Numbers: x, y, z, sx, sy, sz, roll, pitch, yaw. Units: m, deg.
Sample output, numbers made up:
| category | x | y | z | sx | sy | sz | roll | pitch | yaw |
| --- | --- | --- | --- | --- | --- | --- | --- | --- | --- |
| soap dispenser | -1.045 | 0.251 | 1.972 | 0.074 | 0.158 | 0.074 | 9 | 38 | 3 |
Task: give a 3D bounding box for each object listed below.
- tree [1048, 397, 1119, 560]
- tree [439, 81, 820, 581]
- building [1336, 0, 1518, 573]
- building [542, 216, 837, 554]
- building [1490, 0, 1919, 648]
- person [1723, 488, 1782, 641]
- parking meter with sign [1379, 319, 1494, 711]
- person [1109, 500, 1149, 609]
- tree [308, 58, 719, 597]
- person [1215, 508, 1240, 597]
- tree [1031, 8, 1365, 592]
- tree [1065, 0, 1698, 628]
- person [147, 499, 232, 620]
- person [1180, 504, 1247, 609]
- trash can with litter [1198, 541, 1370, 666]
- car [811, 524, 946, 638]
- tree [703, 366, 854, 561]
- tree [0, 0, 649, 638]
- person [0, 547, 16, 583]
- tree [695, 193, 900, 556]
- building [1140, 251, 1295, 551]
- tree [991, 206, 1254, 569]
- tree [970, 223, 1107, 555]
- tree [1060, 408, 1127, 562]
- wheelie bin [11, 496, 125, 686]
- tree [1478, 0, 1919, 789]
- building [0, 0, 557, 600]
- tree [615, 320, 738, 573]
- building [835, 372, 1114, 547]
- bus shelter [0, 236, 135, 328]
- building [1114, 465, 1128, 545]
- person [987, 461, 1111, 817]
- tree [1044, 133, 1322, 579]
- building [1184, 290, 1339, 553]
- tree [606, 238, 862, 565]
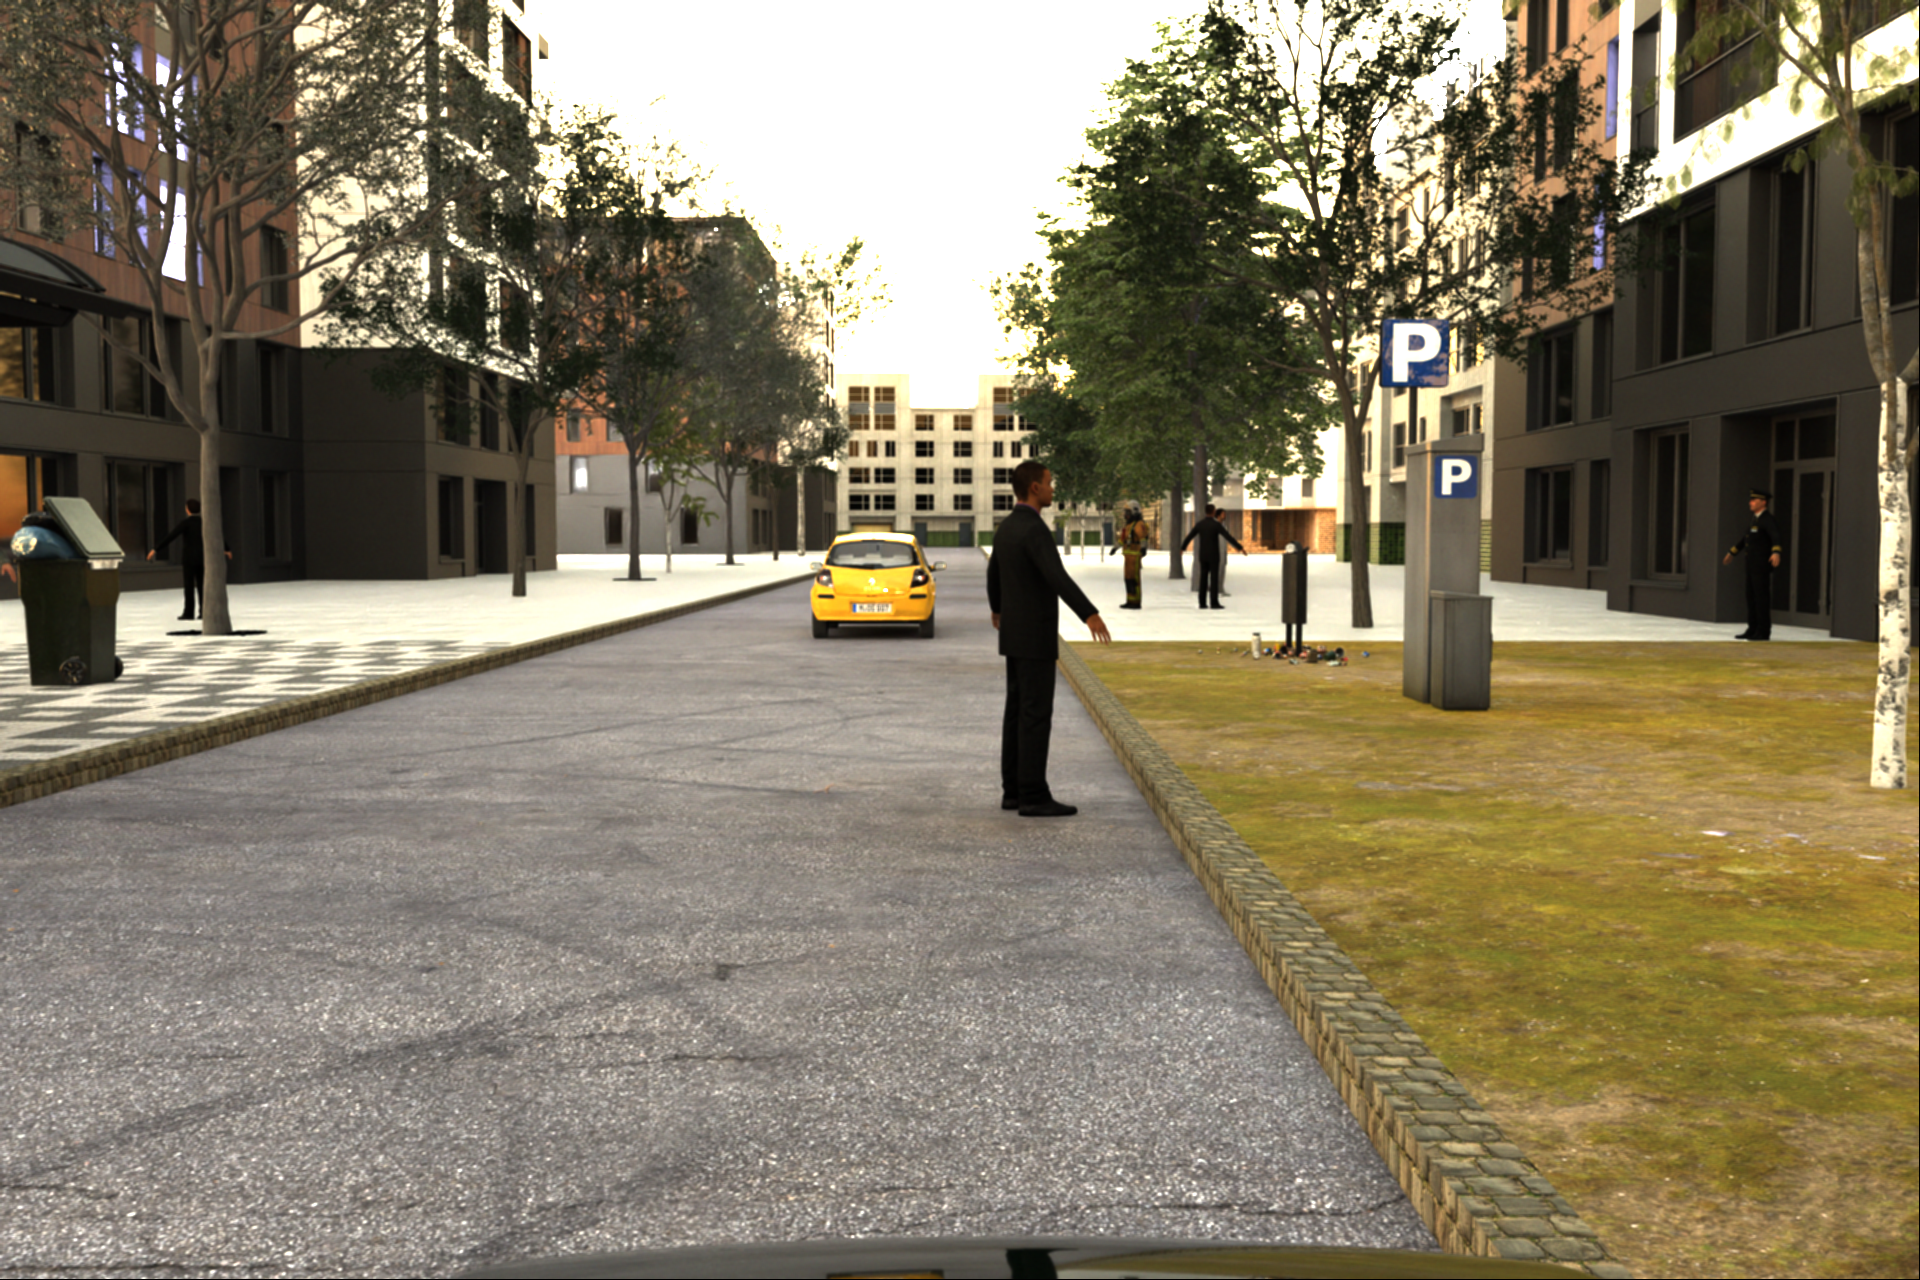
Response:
| category | x | y | z | sx | sy | sz | roll | pitch | yaw |
| --- | --- | --- | --- | --- | --- | --- | --- | --- | --- |
| tree | 6.077 | -8.254 | 85.318 | 4.737 | 8.622 | 4.395 | 0 | 3 | 0 |
| tree | -8.940 | -8.381 | 47.407 | 12.009 | 13.543 | 11.850 | 0 | 3 | 0 |
| building | 25.776 | -12.090 | 64.134 | 16.747 | 18.905 | 31.486 | 0 | 4 | 0 |
| building | -24.248 | -17.371 | 127.989 | 27.936 | 21.610 | 32.646 | 0 | 4 | 0 |
| building | 24.869 | -11.416 | 30.622 | 27.936 | 21.610 | 32.646 | 0 | 4 | 1 |
| person | 9.638 | -0.919 | 20.962 | 0.705 | 1.837 | 1.347 | 0 | 4 | 0 |
| parking meter with sign | 3.692 | -1.044 | 13.322 | 0.543 | 3.016 | 1.738 | 0 | 4 | 0 |
| person | 2.938 | -1.463 | 29.693 | 0.705 | 1.858 | 1.354 | -1 | 4 | -19 |
| tree | -9.061 | -6.151 | 34.979 | 8.767 | 10.594 | 7.601 | 0 | 4 | -6 |
| person | 5.363 | -1.800 | 35.618 | 0.705 | 1.806 | 1.347 | 2 | 4 | 35 |
| tree | 4.993 | -7.365 | 38.546 | 7.486 | 12.596 | 7.792 | 0 | 3 | 0 |
| tree | 5.586 | -5.466 | 23.786 | 8.767 | 10.594 | 7.601 | 0 | 4 | 7 |
| person | -11.497 | -1.210 | 25.973 | 0.705 | 1.806 | 1.347 | 2 | 4 | 34 |
| person | 4.308 | -1.440 | 29.762 | 1.346 | 1.802 | 0.704 | 3 | 5 | 42 |
| trash can with litter | 3.427 | -0.417 | 17.873 | 1.678 | 1.210 | 2.233 | 0 | 4 | -1 |
| car | -1.210 | -0.918 | 25.240 | 2.015 | 1.641 | 3.980 | 0 | 4 | -1 |
| tree | -8.760 | -9.148 | 83.990 | 8.767 | 10.594 | 7.601 | 2 | 4 | 26 |
| tree | -9.531 | -6.799 | 21.526 | 12.009 | 13.543 | 11.850 | 0 | 3 | 0 |
| person | -8.184 | -0.460 | 13.789 | 1.348 | 1.796 | 0.705 | 0 | 4 | -5 |
| tree | -10.589 | -14.852 | 98.715 | 12.611 | 20.169 | 13.585 | 0 | 3 | 0 |
| building | 24.547 | -18.927 | 140.386 | 19.493 | 23.208 | 18.063 | 0 | 3 | 0 |
| tree | 6.310 | -9.609 | 63.757 | 9.857 | 13.997 | 8.962 | 0 | 3 | 0 |
| tree | 7.288 | -15.081 | 102.458 | 12.611 | 20.169 | 13.585 | 0 | 3 | 0 |
| tree | 6.608 | -7.839 | 78.533 | 4.360 | 8.622 | 3.978 | 0 | 3 | 0 |
| wheelie bin | -7.640 | -0.422 | 14.813 | 0.693 | 1.594 | 0.980 | 0 | 4 | 1 |
| tree | 4.912 | -3.566 | 8.660 | 4.360 | 8.622 | 3.978 | 0 | 3 | 0 |
| building | -28.713 | -12.324 | 45.478 | 27.936 | 21.610 | 32.646 | 0 | 4 | 1 |
| tree | -9.444 | -6.481 | 56.328 | 4.737 | 8.622 | 4.395 | 0 | 3 | 0 |
| building | 1.267 | -20.088 | 197.354 | 31.486 | 18.905 | 16.747 | 0 | 4 | -5 |
| bus shelter | -6.777 | -0.939 | 9.269 | 2.014 | 3.302 | 5.546 | 0 | 4 | 2 |
| building | 25.329 | -20.832 | 171.531 | 19.493 | 23.208 | 18.063 | 0 | 4 | 0 |
| person | 0.386 | -0.014 | 8.911 | 0.704 | 1.802 | 1.346 | -1 | 4 | -21 |
| tree | 6.263 | -7.991 | 48.774 | 7.486 | 12.596 | 7.792 | 0 | 3 | 0 |
| building | 22.015 | -16.656 | 128.743 | 16.016 | 20.090 | 11.380 | 0 | 4 | 1 |
| tree | -9.627 | -9.851 | 71.439 | 12.009 | 13.543 | 11.850 | 0 | 3 | 0 |
